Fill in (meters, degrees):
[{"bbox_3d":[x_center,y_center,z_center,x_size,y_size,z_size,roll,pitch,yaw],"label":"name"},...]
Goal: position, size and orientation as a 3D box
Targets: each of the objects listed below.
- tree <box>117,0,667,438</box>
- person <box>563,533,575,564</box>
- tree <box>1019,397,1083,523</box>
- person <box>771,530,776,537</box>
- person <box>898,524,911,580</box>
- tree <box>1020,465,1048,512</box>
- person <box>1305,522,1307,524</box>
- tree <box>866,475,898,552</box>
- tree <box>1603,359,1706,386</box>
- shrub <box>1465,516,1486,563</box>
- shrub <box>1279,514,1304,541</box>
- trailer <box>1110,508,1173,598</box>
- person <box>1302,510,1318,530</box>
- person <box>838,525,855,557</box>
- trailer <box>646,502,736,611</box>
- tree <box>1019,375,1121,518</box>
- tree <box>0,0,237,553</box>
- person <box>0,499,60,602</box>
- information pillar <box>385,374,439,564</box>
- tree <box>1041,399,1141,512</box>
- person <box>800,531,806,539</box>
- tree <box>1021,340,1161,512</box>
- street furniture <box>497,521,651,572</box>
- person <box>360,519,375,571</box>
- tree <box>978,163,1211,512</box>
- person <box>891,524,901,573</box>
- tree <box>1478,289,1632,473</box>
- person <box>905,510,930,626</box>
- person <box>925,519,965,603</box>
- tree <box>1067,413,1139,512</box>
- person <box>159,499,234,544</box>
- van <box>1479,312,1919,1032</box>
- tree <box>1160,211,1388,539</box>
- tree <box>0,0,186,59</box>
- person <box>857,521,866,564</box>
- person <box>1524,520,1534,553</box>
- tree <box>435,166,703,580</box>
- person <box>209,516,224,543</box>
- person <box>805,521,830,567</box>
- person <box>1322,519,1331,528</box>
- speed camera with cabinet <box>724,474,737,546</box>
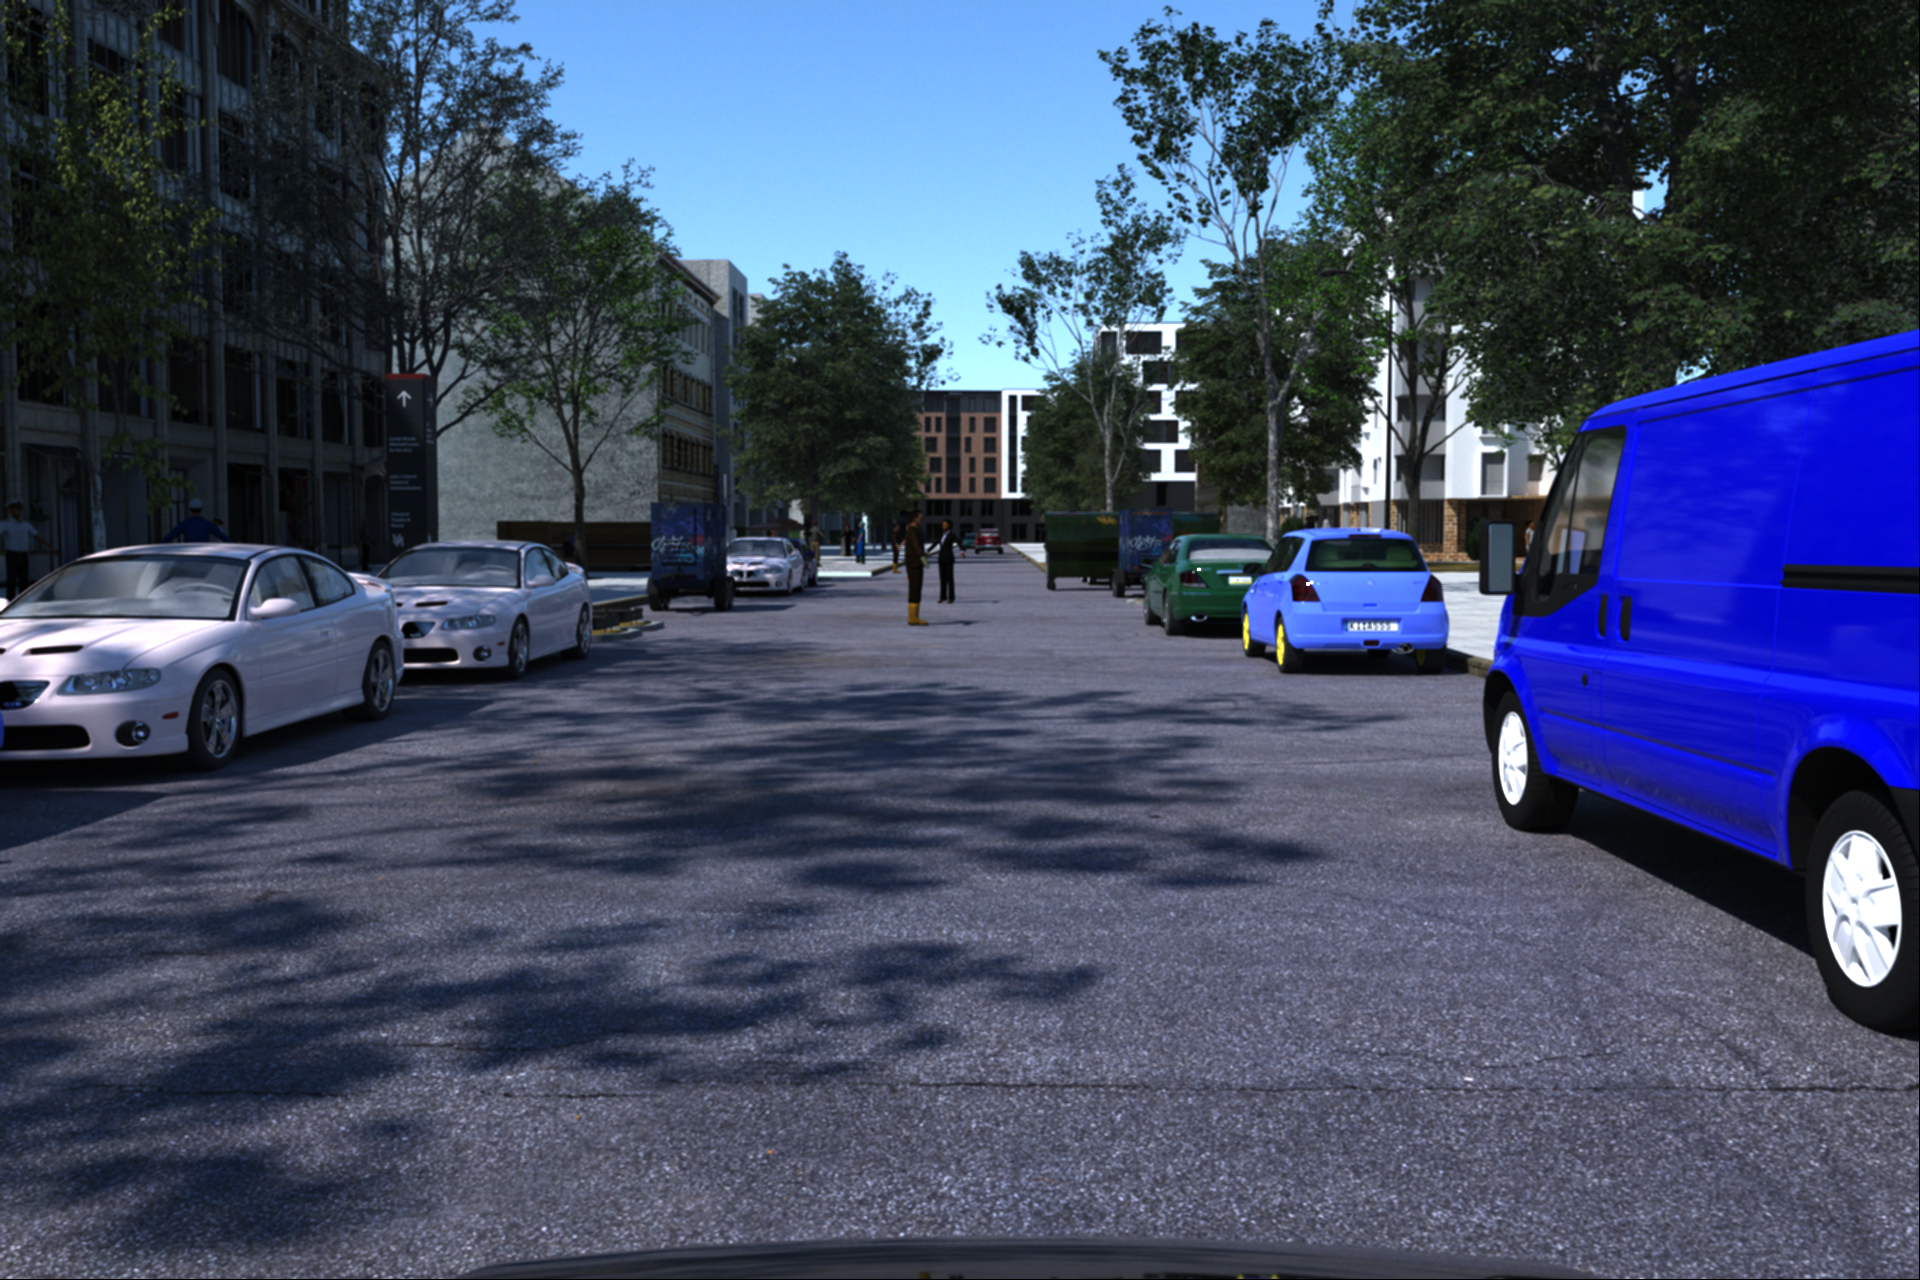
[{"bbox_3d":[-11.174,-7.619,34.935,12.009,13.543,11.850,0,3,0],"label":"tree"},{"bbox_3d":[-12.329,-2.810,55.221,0.697,1.427,0.421,2,4,27],"label":"person"},{"bbox_3d":[9.479,-15.026,152.323,9.857,13.997,8.962,0,3,0],"label":"tree"},{"bbox_3d":[-7.074,-3.425,65.260,0.991,1.433,0.599,-2,4,-32],"label":"person"},{"bbox_3d":[-1.650,-2.721,53.742,0.721,1.733,1.217,1,4,21],"label":"person"},{"bbox_3d":[9.138,-14.085,164.708,7.601,10.594,8.767,0,4,-6],"label":"tree"},{"bbox_3d":[16.464,-4.677,82.243,0.705,1.856,1.354,2,4,32],"label":"person"},{"bbox_3d":[-6.172,-10.797,126.895,4.360,8.622,3.978,0,3,0],"label":"tree"},{"bbox_3d":[25.400,-6.834,62.100,4.360,8.622,3.978,0,3,0],"label":"tree"},{"bbox_3d":[23.329,-4.471,77.149,1.661,2.075,1.752,0,3,0],"label":"shrub"},{"bbox_3d":[12.283,-3.673,64.089,1.661,2.075,1.752,0,3,0],"label":"shrub"},{"bbox_3d":[4.215,-2.018,40.041,1.471,1.999,3.904,0,4,0],"label":"trailer"},{"bbox_3d":[8.166,-2.097,40.155,0.704,1.845,1.351,2,4,27],"label":"person"},{"bbox_3d":[-6.386,-5.641,98.423,1.347,1.806,0.705,3,5,43],"label":"person"},{"bbox_3d":[-5.062,-1.518,31.863,1.471,1.999,3.904,0,4,1],"label":"trailer"},{"bbox_3d":[9.431,-14.220,139.155,9.857,13.997,8.962,0,3,0],"label":"tree"},{"bbox_3d":[-11.288,-4.399,22.282,4.737,8.622,4.395,0,3,0],"label":"tree"},{"bbox_3d":[-15.372,-1.375,28.267,0.704,1.855,1.343,2,4,26],"label":"person"},{"bbox_3d":[-8.935,-2.380,28.285,0.750,3.857,0.750,0,4,0],"label":"information pillar"},{"bbox_3d":[9.426,-12.351,127.697,9.928,11.665,9.643,0,3,0],"label":"tree"},{"bbox_3d":[-8.242,-5.227,91.640,0.705,1.806,1.347,-1,4,-20],"label":"person"},{"bbox_3d":[8.728,-12.781,115.630,9.857,13.997,8.962,0,3,0],"label":"tree"},{"bbox_3d":[-13.986,-3.444,63.156,11.010,1.723,9.812,1,4,8],"label":"street furniture"},{"bbox_3d":[-20.409,-3.267,59.551,0.705,1.813,1.348,-2,4,-33],"label":"person"},{"bbox_3d":[7.331,-14.404,91.402,12.611,20.169,13.585,0,3,0],"label":"tree"},{"bbox_3d":[-2.314,-3.355,63.443,0.704,1.812,1.346,0,3,0],"label":"person"},{"bbox_3d":[25.092,-8.895,71.191,9.928,11.665,9.643,0,3,0],"label":"tree"},{"bbox_3d":[-0.671,-1.140,27.234,0.704,1.812,1.346,-1,4,-8],"label":"person"},{"bbox_3d":[-0.329,-1.631,35.848,1.216,1.740,0.721,3,5,44],"label":"person"},{"bbox_3d":[8.112,-9.456,104.960,4.360,8.622,3.978,0,3,0],"label":"tree"},{"bbox_3d":[-12.162,-1.329,27.610,1.347,1.842,0.705,-2,4,-24],"label":"person"},{"bbox_3d":[3.565,-0.137,6.619,2.240,2.365,5.245,0,3,0],"label":"van"},{"bbox_3d":[12.650,-10.005,70.230,9.857,13.997,8.962,0,3,0],"label":"tree"},{"bbox_3d":[-11.412,-6.294,13.277,12.009,13.543,11.850,0,3,0],"label":"tree"},{"bbox_3d":[-4.177,-4.117,73.437,0.704,1.817,1.347,0,4,4],"label":"person"},{"bbox_3d":[18.733,-3.048,56.609,0.721,1.739,1.217,3,4,38],"label":"person"},{"bbox_3d":[-10.905,-7.538,49.001,9.928,11.665,9.643,0,3,0],"label":"tree"},{"bbox_3d":[-20.047,-2.455,46.602,0.721,1.778,1.216,-2,4,-35],"label":"person"},{"bbox_3d":[-5.656,-3.780,68.082,1.348,1.796,0.705,3,4,37],"label":"person"},{"bbox_3d":[11.229,-2.830,53.048,1.217,1.736,0.721,1,4,22],"label":"person"},{"bbox_3d":[-7.923,-3.897,58.052,0.660,3.252,2.038,0,4,1],"label":"speed camera with cabinet"}]
